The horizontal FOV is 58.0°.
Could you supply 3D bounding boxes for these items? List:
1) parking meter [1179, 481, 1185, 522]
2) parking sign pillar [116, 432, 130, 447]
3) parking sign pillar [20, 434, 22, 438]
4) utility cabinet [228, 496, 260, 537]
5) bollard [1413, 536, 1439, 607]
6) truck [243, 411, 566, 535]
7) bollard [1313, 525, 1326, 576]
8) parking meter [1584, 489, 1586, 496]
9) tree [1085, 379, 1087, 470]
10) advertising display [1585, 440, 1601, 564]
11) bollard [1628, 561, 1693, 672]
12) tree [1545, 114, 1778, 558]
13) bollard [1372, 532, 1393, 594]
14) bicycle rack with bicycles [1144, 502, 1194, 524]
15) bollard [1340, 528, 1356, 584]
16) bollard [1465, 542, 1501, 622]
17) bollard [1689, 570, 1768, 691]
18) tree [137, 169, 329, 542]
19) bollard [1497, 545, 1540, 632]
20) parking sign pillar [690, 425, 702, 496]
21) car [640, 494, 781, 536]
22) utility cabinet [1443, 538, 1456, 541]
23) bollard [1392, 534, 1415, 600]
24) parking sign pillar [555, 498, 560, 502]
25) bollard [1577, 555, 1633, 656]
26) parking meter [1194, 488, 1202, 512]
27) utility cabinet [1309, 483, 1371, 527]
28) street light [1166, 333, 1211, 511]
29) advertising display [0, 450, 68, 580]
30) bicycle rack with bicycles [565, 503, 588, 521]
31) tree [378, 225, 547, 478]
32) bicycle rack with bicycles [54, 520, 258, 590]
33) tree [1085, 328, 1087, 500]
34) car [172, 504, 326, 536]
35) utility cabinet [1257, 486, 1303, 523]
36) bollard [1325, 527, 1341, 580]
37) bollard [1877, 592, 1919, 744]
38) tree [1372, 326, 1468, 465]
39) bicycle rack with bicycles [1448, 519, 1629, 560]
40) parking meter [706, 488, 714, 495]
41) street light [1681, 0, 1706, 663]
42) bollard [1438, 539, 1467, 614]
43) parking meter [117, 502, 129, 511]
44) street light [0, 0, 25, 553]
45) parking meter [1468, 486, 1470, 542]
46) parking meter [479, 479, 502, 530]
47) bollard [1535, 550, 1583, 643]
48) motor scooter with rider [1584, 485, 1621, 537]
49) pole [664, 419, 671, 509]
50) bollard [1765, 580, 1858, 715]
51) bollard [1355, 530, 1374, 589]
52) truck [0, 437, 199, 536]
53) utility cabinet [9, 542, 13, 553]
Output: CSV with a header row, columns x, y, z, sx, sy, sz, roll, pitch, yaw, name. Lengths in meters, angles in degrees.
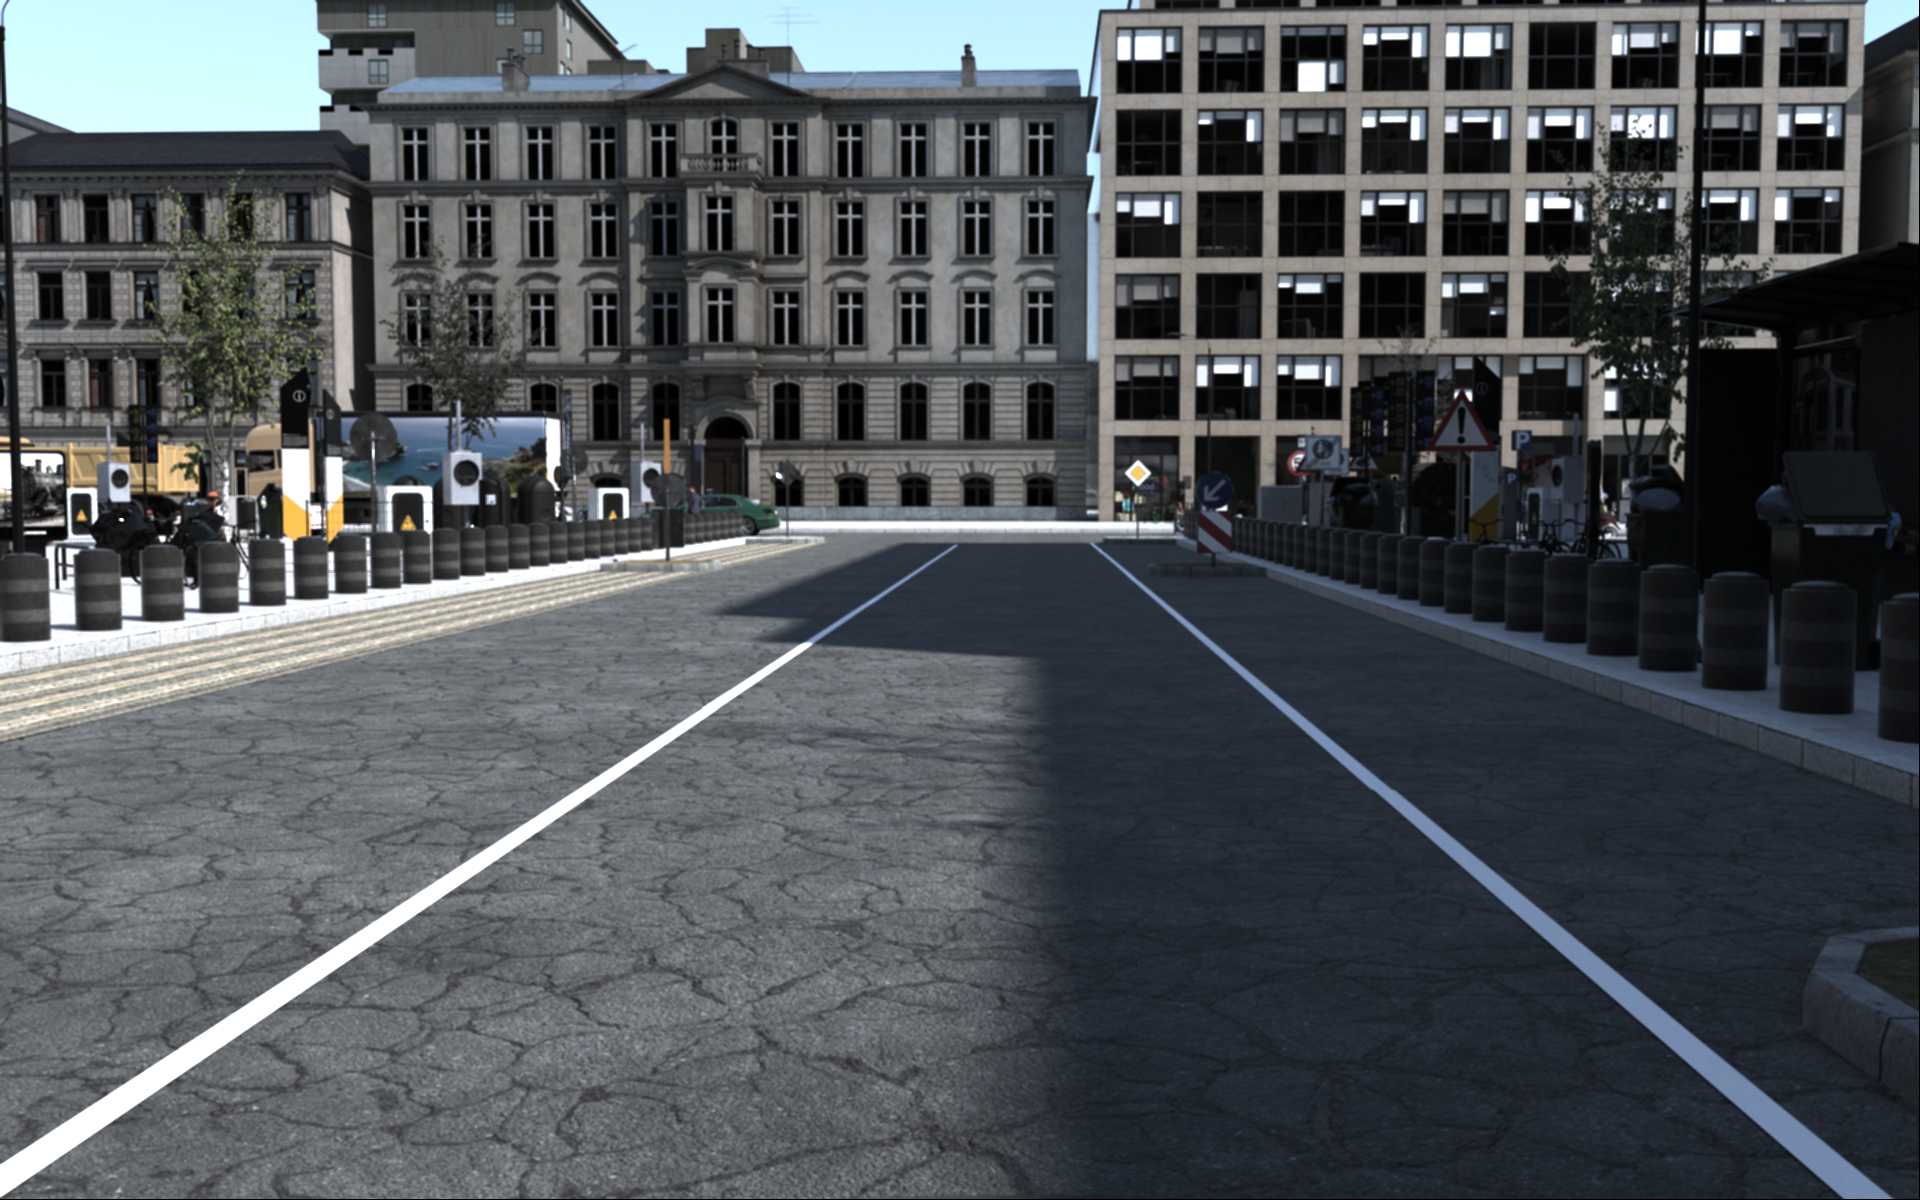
x,y,z,sx,sy,sz,roll,pitch,yaw,name
9.888,-4.370,77.162,0.255,1.863,0.399,1,4,13,parking meter
-35.806,-5.269,74.620,1.447,3.967,1.447,1,4,17,parking sign pillar
-42.692,-5.446,77.510,1.447,3.967,1.447,-3,4,-38,parking sign pillar
-21.429,-2.480,51.710,1.020,1.237,0.306,-3,4,-37,utility cabinet
5.488,-0.317,19.902,0.404,0.777,0.398,0,3,0,bollard
-19.450,-4.329,59.685,11.283,4.237,2.839,0,4,3,truck
5.799,-0.759,27.121,0.404,0.777,0.398,0,3,0,bollard
27.505,-4.138,76.060,0.372,1.533,0.369,0,3,0,parking meter
12.183,-13.427,137.666,7.486,12.596,7.792,0,3,0,tree
7.658,-0.964,20.968,0.123,1.923,0.974,1,4,18,advertising display
5.181,0.126,12.657,0.404,0.777,0.398,0,3,0,bollard
13.316,-5.104,33.806,4.737,8.622,4.395,0,3,0,tree
5.588,-0.464,22.311,0.404,0.777,0.398,0,3,0,bollard
9.431,-3.777,75.134,2.852,0.926,2.925,3,5,40,bicycle rack with bicycles
5.695,-0.612,24.718,0.404,0.777,0.398,0,3,0,bollard
5.385,-0.170,17.490,0.404,0.777,0.398,0,3,0,bollard
5.129,0.199,11.457,0.404,0.777,0.398,0,3,0,bollard
-16.982,-5.490,40.126,4.737,8.622,4.395,0,3,0,tree
5.334,-0.095,16.271,0.404,0.777,0.398,0,3,0,bollard
-10.374,-4.865,68.007,1.447,3.967,1.447,-1,4,-9,parking sign pillar
-8.634,-2.918,59.502,4.920,1.459,2.131,0,4,1,car
13.331,-2.347,47.050,0.318,1.500,1.173,1,4,22,utility cabinet
5.539,-0.391,21.103,0.404,0.777,0.398,0,3,0,bollard
-18.385,-5.426,77.185,1.447,3.967,1.447,1,4,21,parking sign pillar
5.233,0.053,13.858,0.404,0.777,0.398,0,3,0,bollard
9.496,-3.701,68.915,0.372,1.533,0.369,0,3,0,parking meter
7.301,-1.507,33.316,1.173,1.500,0.318,3,5,42,utility cabinet
6.628,-4.734,49.936,1.470,5.913,1.316,0,4,2,street light
-13.687,-1.241,25.501,0.974,1.923,0.123,-3,4,-38,advertising display
-15.632,-3.570,71.750,2.852,0.926,2.925,-1,4,-23,bicycle rack with bicycles
-13.922,-5.996,48.393,4.360,8.622,3.978,0,3,0,tree
-10.886,-0.609,23.338,2.852,0.926,2.925,-3,4,-39,bicycle rack with bicycles
13.735,-21.038,199.865,12.611,20.169,13.585,0,3,0,tree
-23.187,-2.701,56.521,4.827,1.381,2.083,0,4,3,car
8.433,-2.261,45.639,1.173,1.500,0.318,-1,4,-16,utility cabinet
5.742,-0.685,25.920,0.404,0.777,0.398,0,3,0,bollard
5.030,0.347,9.047,0.404,0.777,0.398,0,3,0,bollard
19.872,-7.649,75.431,4.360,8.622,3.978,0,3,0,tree
8.526,-0.693,24.716,2.852,0.926,2.925,-1,4,-14,bicycle rack with bicycles
-11.251,-4.251,77.909,0.372,1.533,0.369,0,3,0,parking meter
5.039,-2.485,13.166,1.470,5.913,1.316,0,4,2,street light
5.438,-0.243,18.691,0.404,0.777,0.398,0,3,0,bollard
-24.554,-2.752,50.706,0.399,1.863,0.255,2,4,32,parking meter
-8.048,-2.636,15.639,1.470,5.913,1.316,0,4,2,street light
8.933,-1.308,29.805,0.372,1.533,0.369,0,3,0,parking meter
-8.081,-1.309,29.815,0.372,1.533,0.369,0,3,0,parking meter
5.287,-0.021,15.058,0.404,0.777,0.398,0,3,0,bollard
19.059,-2.666,52.557,1.986,1.779,0.876,0,4,1,motor scooter with rider
-7.976,-3.262,47.175,0.158,3.312,0.155,0,3,0,pole
5.076,0.273,10.248,0.404,0.777,0.398,0,3,0,bollard
5.641,-0.538,23.512,0.404,0.777,0.398,0,3,0,bollard
-30.905,-3.814,58.281,9.791,3.379,3.469,0,4,4,truck
-20.222,-1.565,36.751,1.020,1.237,0.306,2,4,24,utility cabinet
